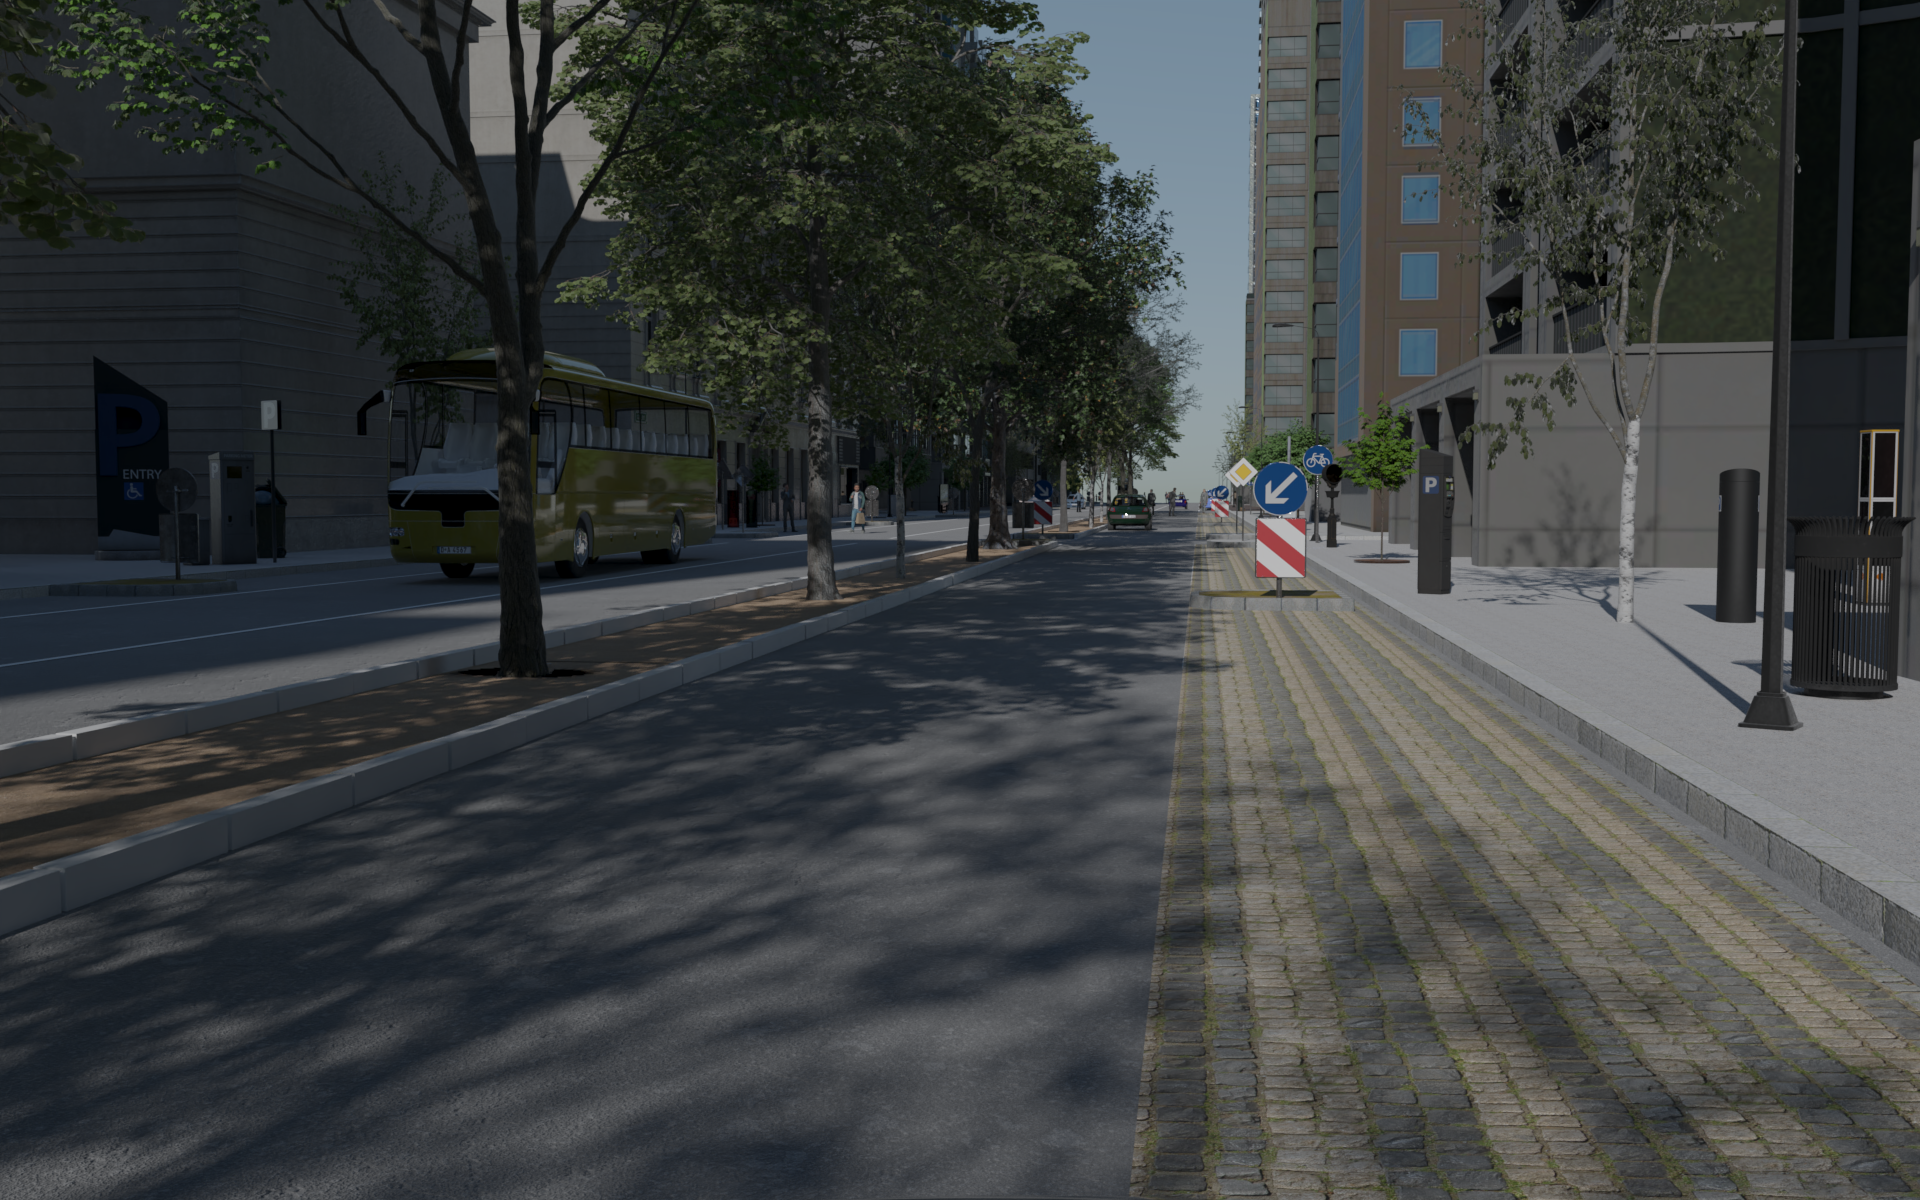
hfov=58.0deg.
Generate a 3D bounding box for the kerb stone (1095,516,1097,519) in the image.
[{"bbox_3d":[7.468,-4.614,97.627,0.120,0.150,1.000,0,4,8],"label":"kerb stone"}]

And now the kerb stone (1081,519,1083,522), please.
[{"bbox_3d":[5.923,-3.932,86.476,0.120,0.150,1.000,0,4,8],"label":"kerb stone"}]

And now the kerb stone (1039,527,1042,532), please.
[{"bbox_3d":[2.822,-2.566,64.152,0.120,0.150,1.000,0,4,8],"label":"kerb stone"}]

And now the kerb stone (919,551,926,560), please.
[{"bbox_3d":[-0.913,-0.915,37.206,0.120,0.150,1.000,0,4,8],"label":"kerb stone"}]

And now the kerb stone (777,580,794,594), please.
[{"bbox_3d":[-2.606,-0.164,25.000,0.120,0.150,1.000,0,4,8],"label":"kerb stone"}]

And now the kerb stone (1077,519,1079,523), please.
[{"bbox_3d":[5.495,-3.745,83.440,0.120,0.150,1.000,0,4,8],"label":"kerb stone"}]

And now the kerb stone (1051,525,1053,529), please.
[{"bbox_3d":[3.532,-2.877,69.244,0.120,0.150,1.000,0,4,8],"label":"kerb stone"}]

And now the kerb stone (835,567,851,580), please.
[{"bbox_3d":[-2.035,-0.420,29.067,0.120,0.150,1.000,0,4,8],"label":"kerb stone"}]

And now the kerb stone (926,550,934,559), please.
[{"bbox_3d":[-0.773,-0.980,38.224,0.120,0.150,1.000,0,4,8],"label":"kerb stone"}]

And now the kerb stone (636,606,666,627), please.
[{"bbox_3d":[-3.456,0.200,18.923,0.120,0.150,1.000,0,4,8],"label":"kerb stone"}]

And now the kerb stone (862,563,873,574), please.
[{"bbox_3d":[-1.761,-0.545,31.099,0.120,0.150,1.000,0,4,8],"label":"kerb stone"}]

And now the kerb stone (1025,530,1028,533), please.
[{"bbox_3d":[2.120,-2.251,59.073,0.120,0.150,1.000,0,4,8],"label":"kerb stone"}]

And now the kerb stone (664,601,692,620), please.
[{"bbox_3d":[-3.314,0.138,19.935,0.120,0.150,1.000,0,4,8],"label":"kerb stone"}]

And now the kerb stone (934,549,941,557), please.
[{"bbox_3d":[-0.630,-1.043,39.242,0.120,0.150,1.000,0,4,8],"label":"kerb stone"}]

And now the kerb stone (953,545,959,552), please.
[{"bbox_3d":[-0.210,-1.229,42.284,0.120,0.150,1.000,0,4,8],"label":"kerb stone"}]

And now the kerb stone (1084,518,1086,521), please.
[{"bbox_3d":[6.199,-4.048,88.502,0.120,0.150,1.000,0,4,8],"label":"kerb stone"}]

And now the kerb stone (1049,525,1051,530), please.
[{"bbox_3d":[3.388,-2.815,68.224,0.120,0.150,1.000,0,4,8],"label":"kerb stone"}]

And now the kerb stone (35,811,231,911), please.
[{"bbox_3d":[-3.058,0.963,6.445,0.120,0.150,1.000,0,4,8],"label":"kerb stone"}]

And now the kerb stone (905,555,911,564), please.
[{"bbox_3d":[-1.194,-0.793,35.168,0.120,0.150,1.000,0,4,8],"label":"kerb stone"}]

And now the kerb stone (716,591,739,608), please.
[{"bbox_3d":[-3.026,0.016,21.959,0.120,0.150,1.000,0,4,8],"label":"kerb stone"}]

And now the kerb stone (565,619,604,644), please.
[{"bbox_3d":[-3.727,0.326,16.888,0.120,0.150,1.000,0,4,8],"label":"kerb stone"}]

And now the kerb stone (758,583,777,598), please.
[{"bbox_3d":[-2.745,-0.109,23.984,0.120,0.150,1.000,0,4,8],"label":"kerb stone"}]

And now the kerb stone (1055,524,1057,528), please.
[{"bbox_3d":[3.806,-3.002,71.280,0.120,0.150,1.000,0,4,8],"label":"kerb stone"}]

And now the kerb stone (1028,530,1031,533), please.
[{"bbox_3d":[2.253,-2.317,60.086,0.120,0.150,1.000,0,4,8],"label":"kerb stone"}]

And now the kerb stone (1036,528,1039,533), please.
[{"bbox_3d":[2.687,-2.504,63.132,0.120,0.150,1.000,0,4,8],"label":"kerb stone"}]

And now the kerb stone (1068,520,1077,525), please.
[{"bbox_3d":[5.353,-3.684,82.428,0.120,0.150,1.000,0,4,8],"label":"kerb stone"}]

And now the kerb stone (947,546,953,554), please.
[{"bbox_3d":[-0.354,-1.158,41.272,0.120,0.150,1.000,0,4,8],"label":"kerb stone"}]

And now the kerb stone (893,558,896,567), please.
[{"bbox_3d":[-1.345,-0.731,34.141,0.120,0.150,1.000,0,4,8],"label":"kerb stone"}]

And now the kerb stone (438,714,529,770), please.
[{"bbox_3d":[-2.627,0.779,9.489,0.120,0.150,1.000,0,4,8],"label":"kerb stone"}]

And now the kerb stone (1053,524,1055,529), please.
[{"bbox_3d":[3.658,-2.940,70.266,0.120,0.150,1.000,0,4,8],"label":"kerb stone"}]

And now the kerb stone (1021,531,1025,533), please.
[{"bbox_3d":[1.979,-2.190,58.057,0.120,0.150,1.000,0,4,8],"label":"kerb stone"}]

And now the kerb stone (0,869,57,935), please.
[{"bbox_3d":[-3.201,1.027,5.432,0.120,0.150,1.000,0,4,8],"label":"kerb stone"}]

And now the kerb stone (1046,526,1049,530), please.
[{"bbox_3d":[3.238,-2.753,67.211,0.120,0.150,1.000,0,4,8],"label":"kerb stone"}]

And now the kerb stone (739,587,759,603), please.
[{"bbox_3d":[-2.882,-0.046,22.971,0.120,0.150,1.000,0,4,8],"label":"kerb stone"}]

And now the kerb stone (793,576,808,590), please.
[{"bbox_3d":[-2.462,-0.230,26.012,0.120,0.150,1.000,0,4,8],"label":"kerb stone"}]

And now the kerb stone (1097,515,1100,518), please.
[{"bbox_3d":[8.161,-4.920,102.695,0.120,0.150,1.000,0,4,8],"label":"kerb stone"}]

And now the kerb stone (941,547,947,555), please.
[{"bbox_3d":[-0.495,-1.103,40.260,0.120,0.150,1.000,0,4,8],"label":"kerb stone"}]

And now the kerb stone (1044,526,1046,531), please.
[{"bbox_3d":[3.097,-2.690,66.182,0.120,0.150,1.000,0,4,8],"label":"kerb stone"}]

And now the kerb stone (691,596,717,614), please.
[{"bbox_3d":[-3.170,0.076,20.947,0.120,0.150,1.000,0,4,8],"label":"kerb stone"}]

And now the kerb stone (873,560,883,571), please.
[{"bbox_3d":[-1.628,-0.606,32.114,0.120,0.150,1.000,0,4,8],"label":"kerb stone"}]

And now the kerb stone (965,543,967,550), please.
[{"bbox_3d":[0.073,-1.347,44.317,0.120,0.150,1.000,0,4,8],"label":"kerb stone"}]

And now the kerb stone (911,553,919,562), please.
[{"bbox_3d":[-1.052,-0.856,36.193,0.120,0.150,1.000,0,4,8],"label":"kerb stone"}]

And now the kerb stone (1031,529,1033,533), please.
[{"bbox_3d":[2.394,-2.378,61.102,0.120,0.150,1.000,0,4,8],"label":"kerb stone"}]

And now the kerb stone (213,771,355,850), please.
[{"bbox_3d":[-2.918,0.905,7.465,0.120,0.150,1.000,0,4,8],"label":"kerb stone"}]

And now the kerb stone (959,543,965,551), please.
[{"bbox_3d":[-0.069,-1.289,43.302,0.120,0.150,1.000,0,4,8],"label":"kerb stone"}]

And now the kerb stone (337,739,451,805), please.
[{"bbox_3d":[-2.777,0.841,8.477,0.120,0.150,1.000,0,4,8],"label":"kerb stone"}]

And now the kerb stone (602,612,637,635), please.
[{"bbox_3d":[-3.581,0.263,17.900,0.120,0.150,1.000,0,4,8],"label":"kerb stone"}]

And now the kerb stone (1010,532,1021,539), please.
[{"bbox_3d":[1.831,-2.131,57.040,0.120,0.150,1.000,0,4,8],"label":"kerb stone"}]

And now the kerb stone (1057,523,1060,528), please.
[{"bbox_3d":[3.952,-3.060,72.292,0.120,0.150,1.000,0,4,8],"label":"kerb stone"}]

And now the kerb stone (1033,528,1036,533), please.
[{"bbox_3d":[2.536,-2.442,62.119,0.120,0.150,1.000,0,4,8],"label":"kerb stone"}]

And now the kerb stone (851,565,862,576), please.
[{"bbox_3d":[-1.908,-0.479,30.082,0.120,0.150,1.000,0,4,8],"label":"kerb stone"}]

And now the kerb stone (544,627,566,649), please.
[{"bbox_3d":[-3.871,0.387,15.868,0.120,0.150,1.000,0,4,8],"label":"kerb stone"}]

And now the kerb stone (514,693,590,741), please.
[{"bbox_3d":[-2.494,0.715,10.502,0.120,0.150,1.000,0,4,8],"label":"kerb stone"}]

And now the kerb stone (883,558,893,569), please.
[{"bbox_3d":[-1.483,-0.669,33.128,0.120,0.150,1.000,0,4,8],"label":"kerb stone"}]
